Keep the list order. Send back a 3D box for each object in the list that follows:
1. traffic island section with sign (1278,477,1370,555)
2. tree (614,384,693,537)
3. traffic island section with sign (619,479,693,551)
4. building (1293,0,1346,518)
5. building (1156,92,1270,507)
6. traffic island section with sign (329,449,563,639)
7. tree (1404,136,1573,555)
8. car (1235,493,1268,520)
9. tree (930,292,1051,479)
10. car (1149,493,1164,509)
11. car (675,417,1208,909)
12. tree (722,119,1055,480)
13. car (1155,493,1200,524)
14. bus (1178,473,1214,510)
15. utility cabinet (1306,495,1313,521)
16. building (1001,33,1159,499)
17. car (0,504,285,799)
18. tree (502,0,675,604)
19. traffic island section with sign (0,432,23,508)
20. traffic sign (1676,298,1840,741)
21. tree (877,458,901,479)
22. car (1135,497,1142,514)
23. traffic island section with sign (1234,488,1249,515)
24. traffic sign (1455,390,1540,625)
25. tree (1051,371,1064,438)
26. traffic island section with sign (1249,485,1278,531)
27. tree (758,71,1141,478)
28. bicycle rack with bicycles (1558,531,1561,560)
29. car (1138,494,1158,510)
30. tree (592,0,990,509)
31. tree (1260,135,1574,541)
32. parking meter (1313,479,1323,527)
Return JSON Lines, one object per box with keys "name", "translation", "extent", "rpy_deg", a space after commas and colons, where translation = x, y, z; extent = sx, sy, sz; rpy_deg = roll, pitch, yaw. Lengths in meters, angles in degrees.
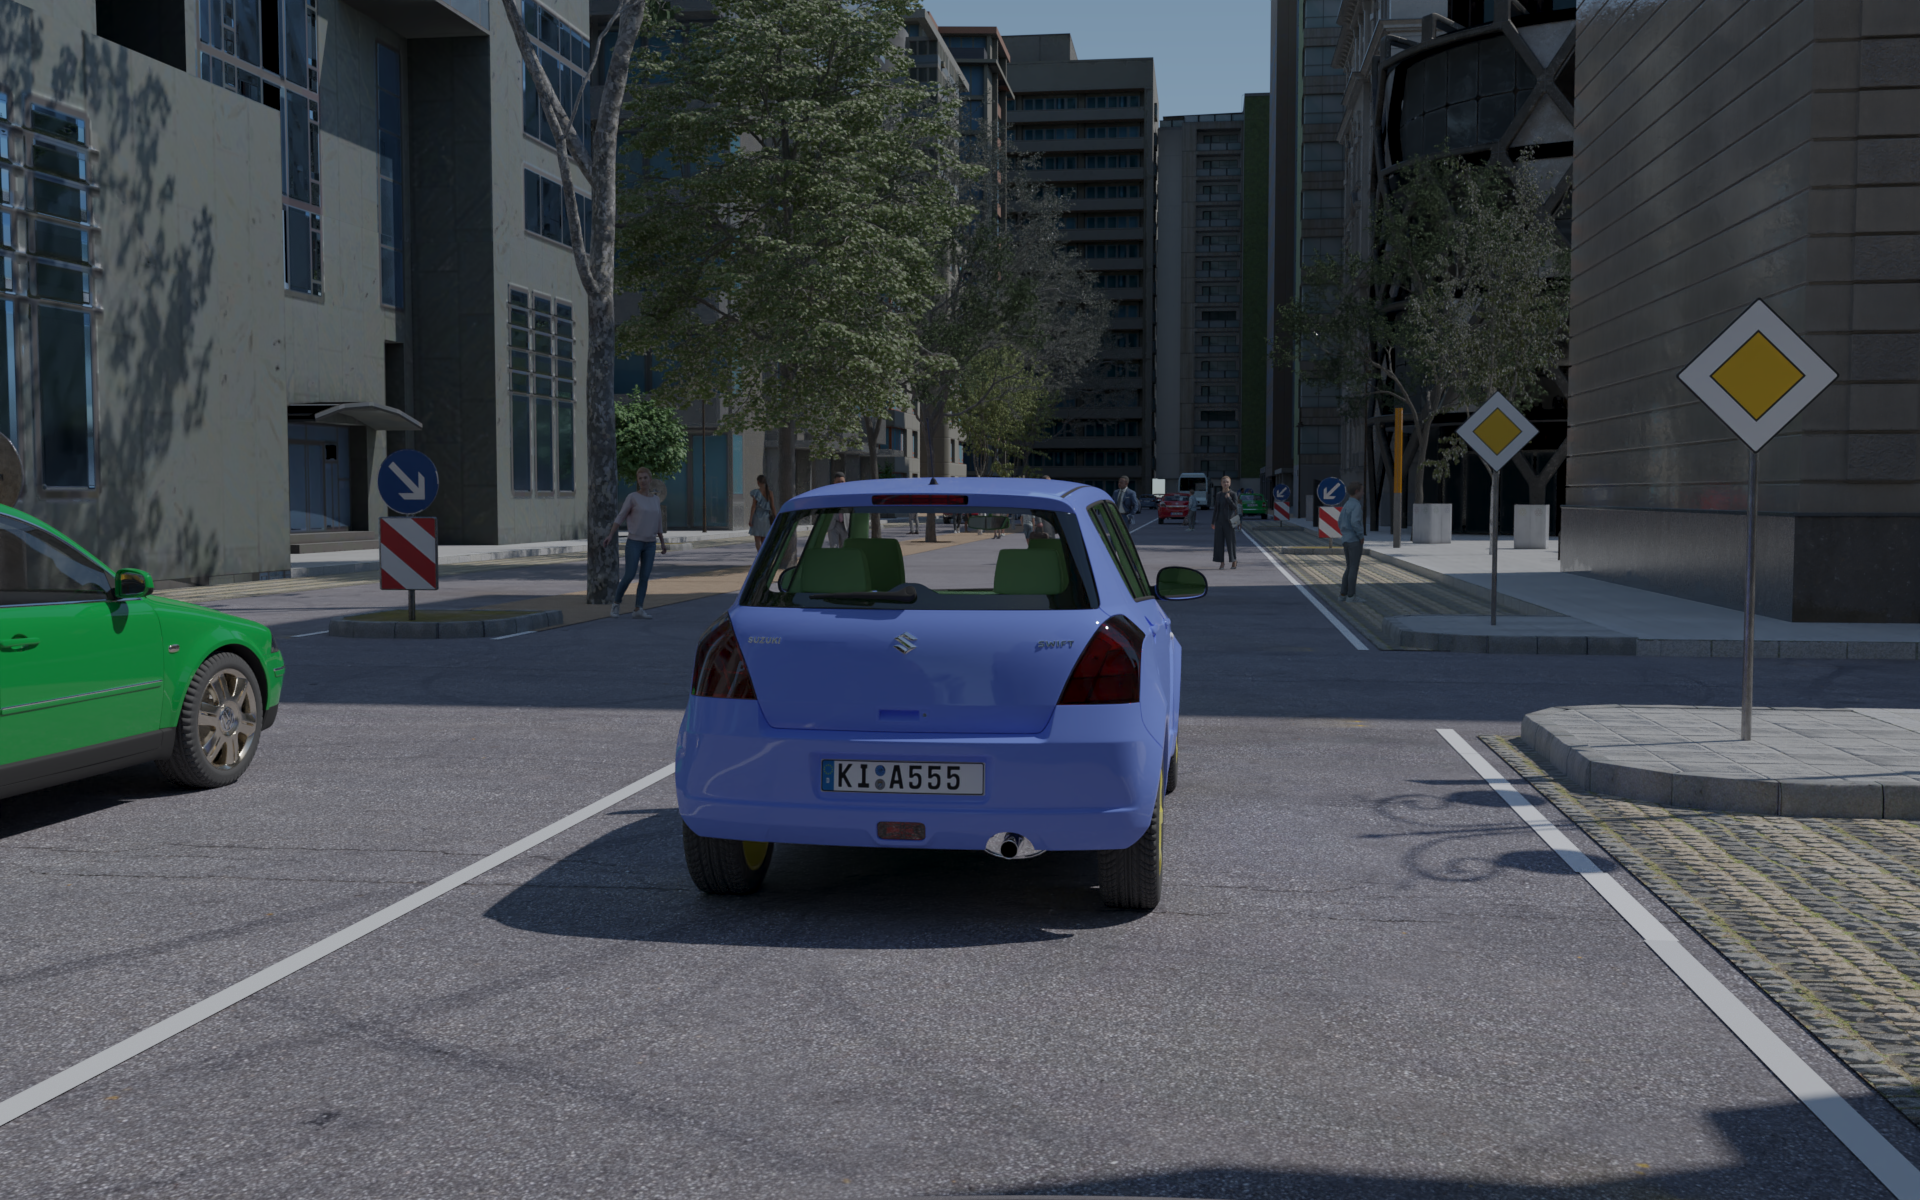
{"name": "traffic island section with sign", "translation": [8.708, -2.002, 41.368], "extent": [1.989, 1.847, 2.006], "rpy_deg": [0, 4, 8]}
{"name": "tree", "translation": [-9.634, -4.166, 51.834], "extent": [4.285, 4.588, 4.351], "rpy_deg": [0, 3, 0]}
{"name": "traffic island section with sign", "translation": [-7.981, -2.197, 44.552], "extent": [1.989, 1.847, 2.006], "rpy_deg": [0, 4, 8]}
{"name": "building", "translation": [26.265, -25.385, 98.637], "extent": [14.154, 41.232, 14.086], "rpy_deg": [0, 4, 8]}
{"name": "building", "translation": [27.566, -30.391, 180.493], "extent": [14.086, 41.232, 14.154], "rpy_deg": [0, 4, 8]}
{"name": "traffic island section with sign", "translation": [-5.480, -0.610, 18.112], "extent": [2.006, 1.907, 1.989], "rpy_deg": [0, 4, 8]}
{"name": "tree", "translation": [11.322, -5.273, 36.570], "extent": [4.360, 8.622, 3.978], "rpy_deg": [0, 3, 0]}
{"name": "car", "translation": [16.645, -5.520, 99.043], "extent": [1.959, 1.807, 4.718], "rpy_deg": [0, 4, 8]}
{"name": "tree", "translation": [0.864, -6.832, 64.524], "extent": [4.737, 8.622, 4.395], "rpy_deg": [0, 3, 0]}
{"name": "car", "translation": [19.176, -9.627, 166.448], "extent": [2.155, 1.783, 4.494], "rpy_deg": [1, 4, 10]}
{"name": "car", "translation": [0.074, 0.135, 7.378], "extent": [1.945, 1.707, 3.694], "rpy_deg": [1, 4, 8]}
{"name": "tree", "translation": [-1.877, -6.347, 40.635], "extent": [8.767, 10.594, 7.601], "rpy_deg": [0, 4, 8]}
{"name": "car", "translation": [10.478, -4.556, 83.527], "extent": [2.155, 1.783, 4.494], "rpy_deg": [0, 4, 8]}
{"name": "bus", "translation": [21.604, -10.028, 158.810], "extent": [2.948, 3.499, 13.247], "rpy_deg": [1, 4, 10]}
{"name": "utility cabinet", "translation": [16.597, -4.301, 81.480], "extent": [0.306, 1.237, 1.020], "rpy_deg": [-1, 4, -10]}
{"name": "building", "translation": [10.478, -34.443, 186.849], "extent": [21.600, 48.544, 21.300], "rpy_deg": [0, 4, 8]}
{"name": "car", "translation": [-4.652, 0.097, 7.218], "extent": [1.959, 1.807, 4.718], "rpy_deg": [1, 4, 9]}
{"name": "tree", "translation": [-5.722, -10.066, 22.926], "extent": [12.611, 20.169, 13.585], "rpy_deg": [0, 3, 0]}
{"name": "traffic island section with sign", "translation": [-6.528, -0.162, 10.779], "extent": [2.006, 1.907, 1.989], "rpy_deg": [0, 4, 8]}
{"name": "traffic sign", "translation": [4.093, -0.325, 8.962], "extent": [0.795, 2.450, 0.064], "rpy_deg": [0, 4, 8]}
{"name": "tree", "translation": [-3.856, -5.940, 91.726], "extent": [1.663, 3.219, 1.824], "rpy_deg": [0, 3, 0]}
{"name": "car", "translation": [12.191, -6.966, 126.249], "extent": [2.083, 1.381, 4.827], "rpy_deg": [1, 4, 9]}
{"name": "traffic island section with sign", "translation": [19.562, -6.691, 118.029], "extent": [1.989, 1.847, 2.006], "rpy_deg": [0, 4, 8]}
{"name": "traffic sign", "translation": [5.212, -0.809, 16.869], "extent": [0.795, 2.450, 0.064], "rpy_deg": [0, 4, 8]}
{"name": "tree", "translation": [2.152, -7.119, 69.218], "extent": [4.737, 8.622, 4.395], "rpy_deg": [0, 3, 0]}
{"name": "traffic island section with sign", "translation": [12.494, -3.635, 68.057], "extent": [1.989, 1.847, 2.006], "rpy_deg": [0, 4, 8]}
{"name": "tree", "translation": [-0.847, -8.413, 50.385], "extent": [12.009, 13.543, 11.850], "rpy_deg": [0, 3, 0]}
{"name": "bicycle rack with bicycles", "translation": [12.818, -1.226, 33.428], "extent": [2.852, 0.926, 2.925], "rpy_deg": [-2, 4, -34]}
{"name": "car", "translation": [17.460, -9.116, 161.046], "extent": [2.014, 1.417, 4.499], "rpy_deg": [1, 4, 8]}
{"name": "tree", "translation": [-3.343, -6.880, 33.076], "extent": [7.486, 12.596, 7.792], "rpy_deg": [0, 3, 0]}
{"name": "tree", "translation": [12.227, -6.829, 46.062], "extent": [8.767, 10.594, 7.601], "rpy_deg": [0, 4, 7]}
{"name": "parking meter", "translation": [13.996, -3.784, 67.577], "extent": [0.399, 1.863, 0.255], "rpy_deg": [0, 4, -2]}
